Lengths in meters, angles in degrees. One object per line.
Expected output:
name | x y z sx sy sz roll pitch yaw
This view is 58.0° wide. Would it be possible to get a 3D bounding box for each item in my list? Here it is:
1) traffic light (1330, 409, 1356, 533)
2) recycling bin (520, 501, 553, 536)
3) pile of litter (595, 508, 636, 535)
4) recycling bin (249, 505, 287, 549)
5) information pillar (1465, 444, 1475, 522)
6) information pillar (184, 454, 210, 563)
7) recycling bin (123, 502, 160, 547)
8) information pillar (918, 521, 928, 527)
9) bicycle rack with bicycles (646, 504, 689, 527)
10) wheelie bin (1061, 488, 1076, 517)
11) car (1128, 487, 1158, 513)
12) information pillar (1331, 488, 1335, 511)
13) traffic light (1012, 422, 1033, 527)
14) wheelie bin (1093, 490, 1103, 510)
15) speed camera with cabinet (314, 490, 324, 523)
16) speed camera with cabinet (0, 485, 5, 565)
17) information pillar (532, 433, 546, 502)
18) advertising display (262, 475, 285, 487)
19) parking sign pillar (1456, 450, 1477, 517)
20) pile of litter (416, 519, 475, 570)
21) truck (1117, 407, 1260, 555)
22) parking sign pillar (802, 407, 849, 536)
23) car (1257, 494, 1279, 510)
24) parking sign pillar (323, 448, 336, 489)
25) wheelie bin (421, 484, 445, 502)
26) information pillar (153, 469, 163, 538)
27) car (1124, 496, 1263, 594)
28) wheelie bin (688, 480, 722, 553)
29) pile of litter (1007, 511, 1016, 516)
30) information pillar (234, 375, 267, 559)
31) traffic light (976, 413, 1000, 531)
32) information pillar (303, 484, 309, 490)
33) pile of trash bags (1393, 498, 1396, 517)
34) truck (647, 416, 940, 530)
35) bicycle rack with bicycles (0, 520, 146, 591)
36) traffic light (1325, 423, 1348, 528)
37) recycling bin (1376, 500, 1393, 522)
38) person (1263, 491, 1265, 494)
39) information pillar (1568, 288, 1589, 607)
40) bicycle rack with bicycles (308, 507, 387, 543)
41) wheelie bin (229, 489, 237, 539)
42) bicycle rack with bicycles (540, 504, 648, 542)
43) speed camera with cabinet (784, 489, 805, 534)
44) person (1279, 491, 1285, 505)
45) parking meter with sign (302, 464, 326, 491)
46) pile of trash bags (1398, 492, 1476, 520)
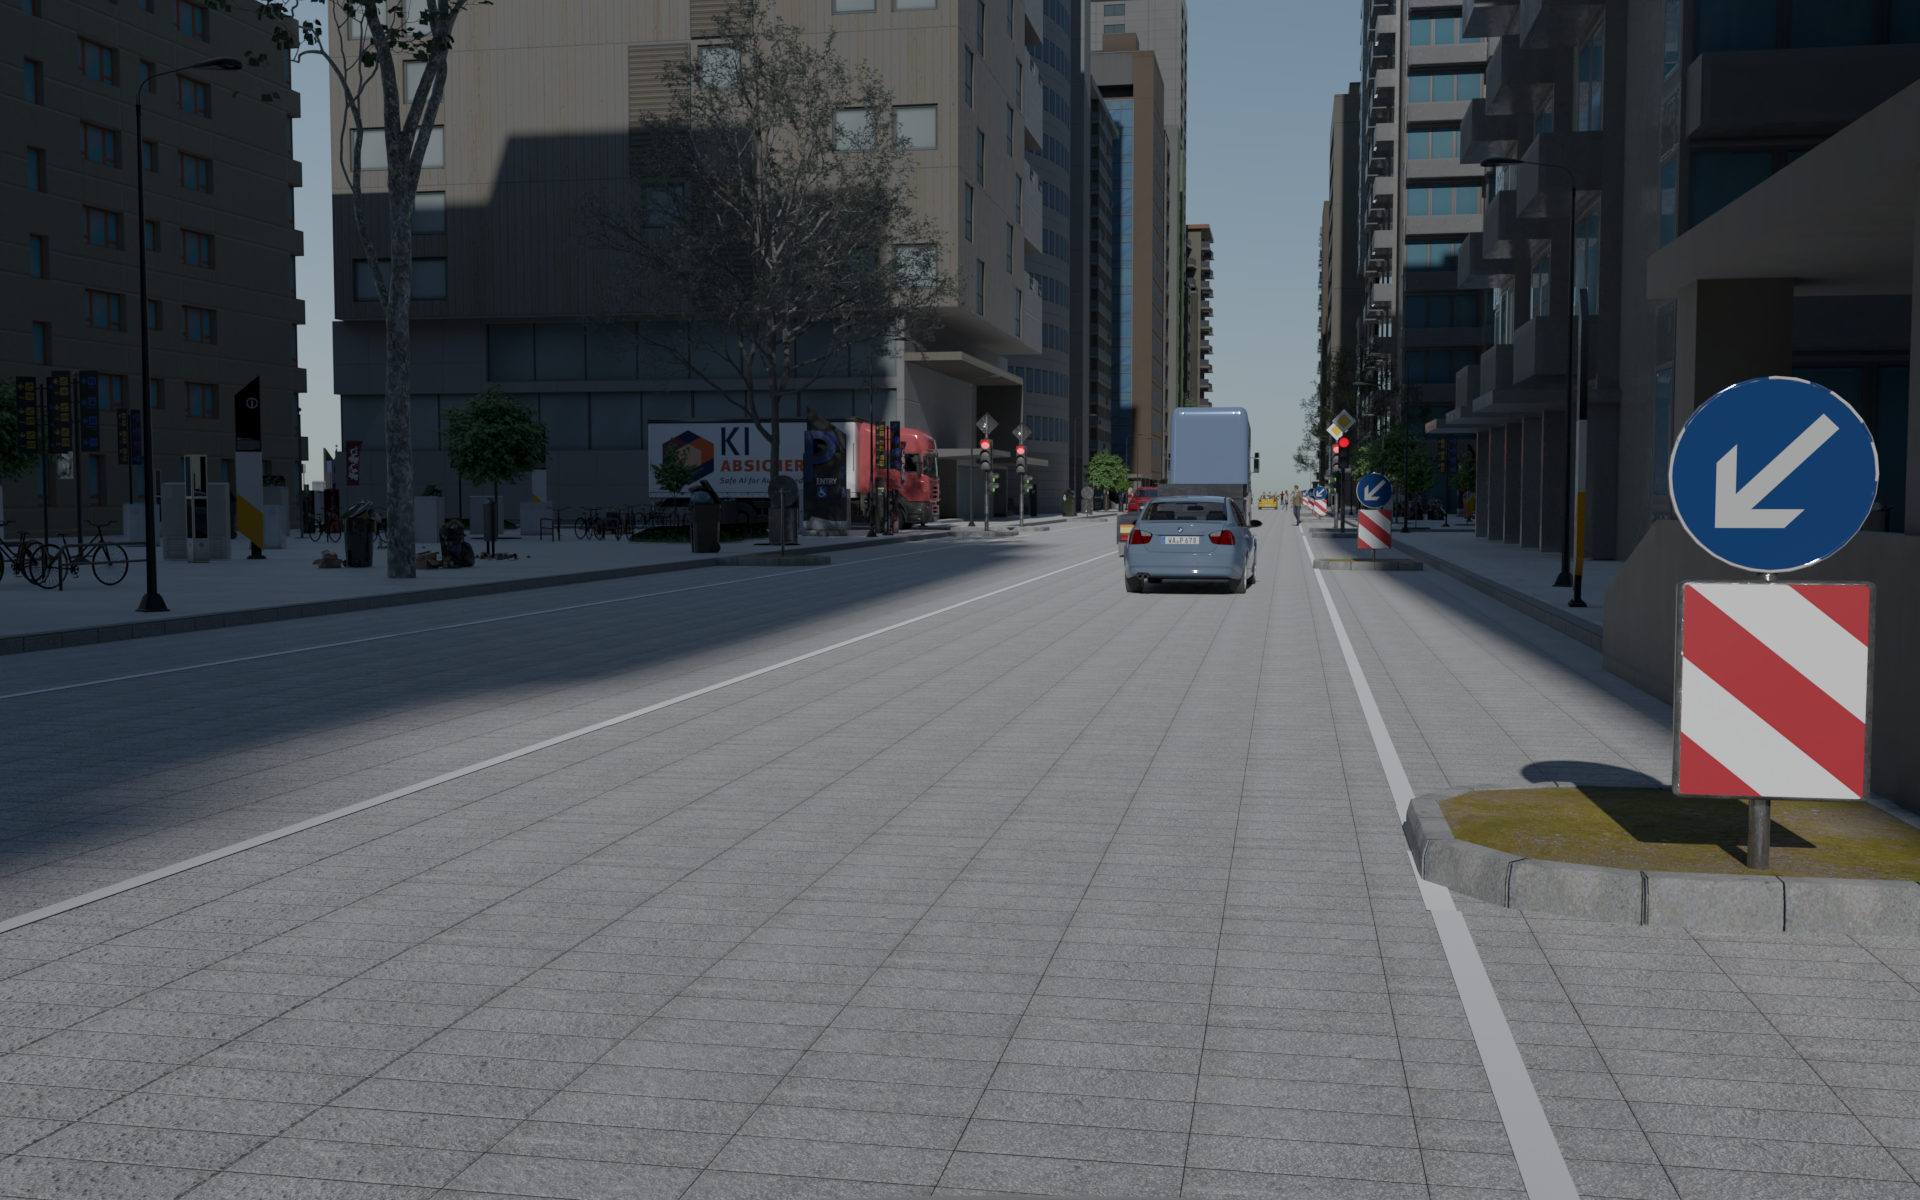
traffic light | 12.692 -4.191 57.435 0.839 4.253 0.868 1 4 11
recycling bin | -13.201 -2.531 53.938 0.722 1.027 0.722 2 4 34
pile of litter | -10.857 -2.513 55.057 1.719 0.858 1.176 -2 4 -32
recycling bin | -16.255 -1.719 40.653 0.722 1.027 0.722 -1 4 -11
information pillar | 23.727 -5.450 80.465 0.504 3.616 0.183 -3 4 -39
information pillar | -14.228 -1.701 32.300 0.304 2.012 0.304 3 5 42
recycling bin | -20.006 -1.821 42.334 0.722 1.027 0.722 -2 4 -34
information pillar | -1.385 -4.652 67.419 0.504 3.616 0.183 2 4 35
bicycle rack with bicycles | -11.126 -2.950 61.620 2.852 0.926 2.925 -2 4 -32
wheelie bin | 6.126 -5.491 97.692 0.693 1.594 0.980 1 4 17
car | 9.967 -5.008 90.553 2.281 1.827 5.304 1 4 12
information pillar | 27.781 -7.584 128.490 0.304 2.012 0.304 -3 5 -44
traffic light | 2.420 -4.805 67.482 0.839 4.253 0.868 1 4 11
wheelie bin | 10.710 -7.828 135.897 0.980 1.594 0.693 0 4 -1
speed camera with cabinet | -29.486 -5.071 77.250 2.038 3.252 0.660 0 4 -7
speed camera with cabinet | -16.790 -2.139 29.309 0.660 3.252 2.038 -1 4 -16
information pillar | -14.333 -4.139 59.024 0.504 3.616 0.183 -2 4 -24
advertising display | -23.766 -3.333 59.703 0.974 1.923 0.123 -1 4 -16
parking sign pillar | 28.442 -6.612 96.585 1.447 3.967 1.447 0 4 3
pile of litter | -9.075 -0.985 30.076 1.176 0.858 1.719 1 4 19
truck | 6.568 -3.562 47.991 2.967 4.110 18.799 1 4 11
parking sign pillar | -4.142 -3.951 53.069 1.447 3.967 1.447 1 4 22
car | 28.425 -9.145 159.750 2.015 1.641 3.980 1 4 12
parking sign pillar | -36.725 -6.904 101.357 1.447 3.967 1.447 0 4 7
wheelie bin | -16.757 -2.880 54.992 0.693 1.594 0.980 -2 4 -35
information pillar | -23.691 -2.839 50.914 0.304 2.012 0.304 1 4 8
car | 3.547 -0.874 26.298 2.014 1.417 4.499 1 4 13
wheelie bin | -5.580 -1.828 37.800 0.693 1.594 0.980 -1 4 -20
pile of litter | 2.681 -5.261 99.974 1.176 0.858 1.719 3 5 40
information pillar | -13.971 -2.613 34.077 0.504 3.616 0.183 -1 4 -14
traffic light | 0.935 -4.325 59.636 0.839 4.253 0.868 1 4 11
information pillar | -48.187 -7.535 127.691 0.304 2.012 0.304 1 4 22
pile of trash bags | 24.398 -5.389 97.869 1.912 1.369 3.447 0 4 -5
truck | -5.770 -4.593 64.005 11.283 4.237 2.839 1 4 9
bicycle rack with bicycles | -12.750 -0.640 23.852 2.852 0.926 2.925 1 4 14
traffic light | 14.177 -4.670 65.282 0.839 4.253 0.868 1 4 11
recycling bin | 19.591 -4.125 79.995 0.722 1.027 0.722 0 4 6
person | 41.648 -13.988 237.218 1.348 1.822 0.705 0 4 4
information pillar | 7.025 -1.727 19.588 0.183 3.616 0.504 1 4 16
bicycle rack with bicycles | -15.724 -2.014 46.314 2.852 0.926 2.925 -3 5 -44
wheelie bin | -20.987 -2.529 49.253 0.980 1.594 0.693 3 5 44
bicycle rack with bicycles | -10.465 -2.119 48.031 2.852 0.926 2.925 -1 4 -23
speed camera with cabinet | -5.007 -3.747 55.595 2.038 3.252 0.660 -1 4 -19
person | 41.448 -13.114 222.875 1.348 1.831 0.705 0 4 -5
parking meter with sign | -36.880 -6.324 99.655 1.738 3.016 0.543 0 4 -7
pile of trash bags | 23.528 -4.602 84.992 3.447 1.369 1.912 2 4 24
